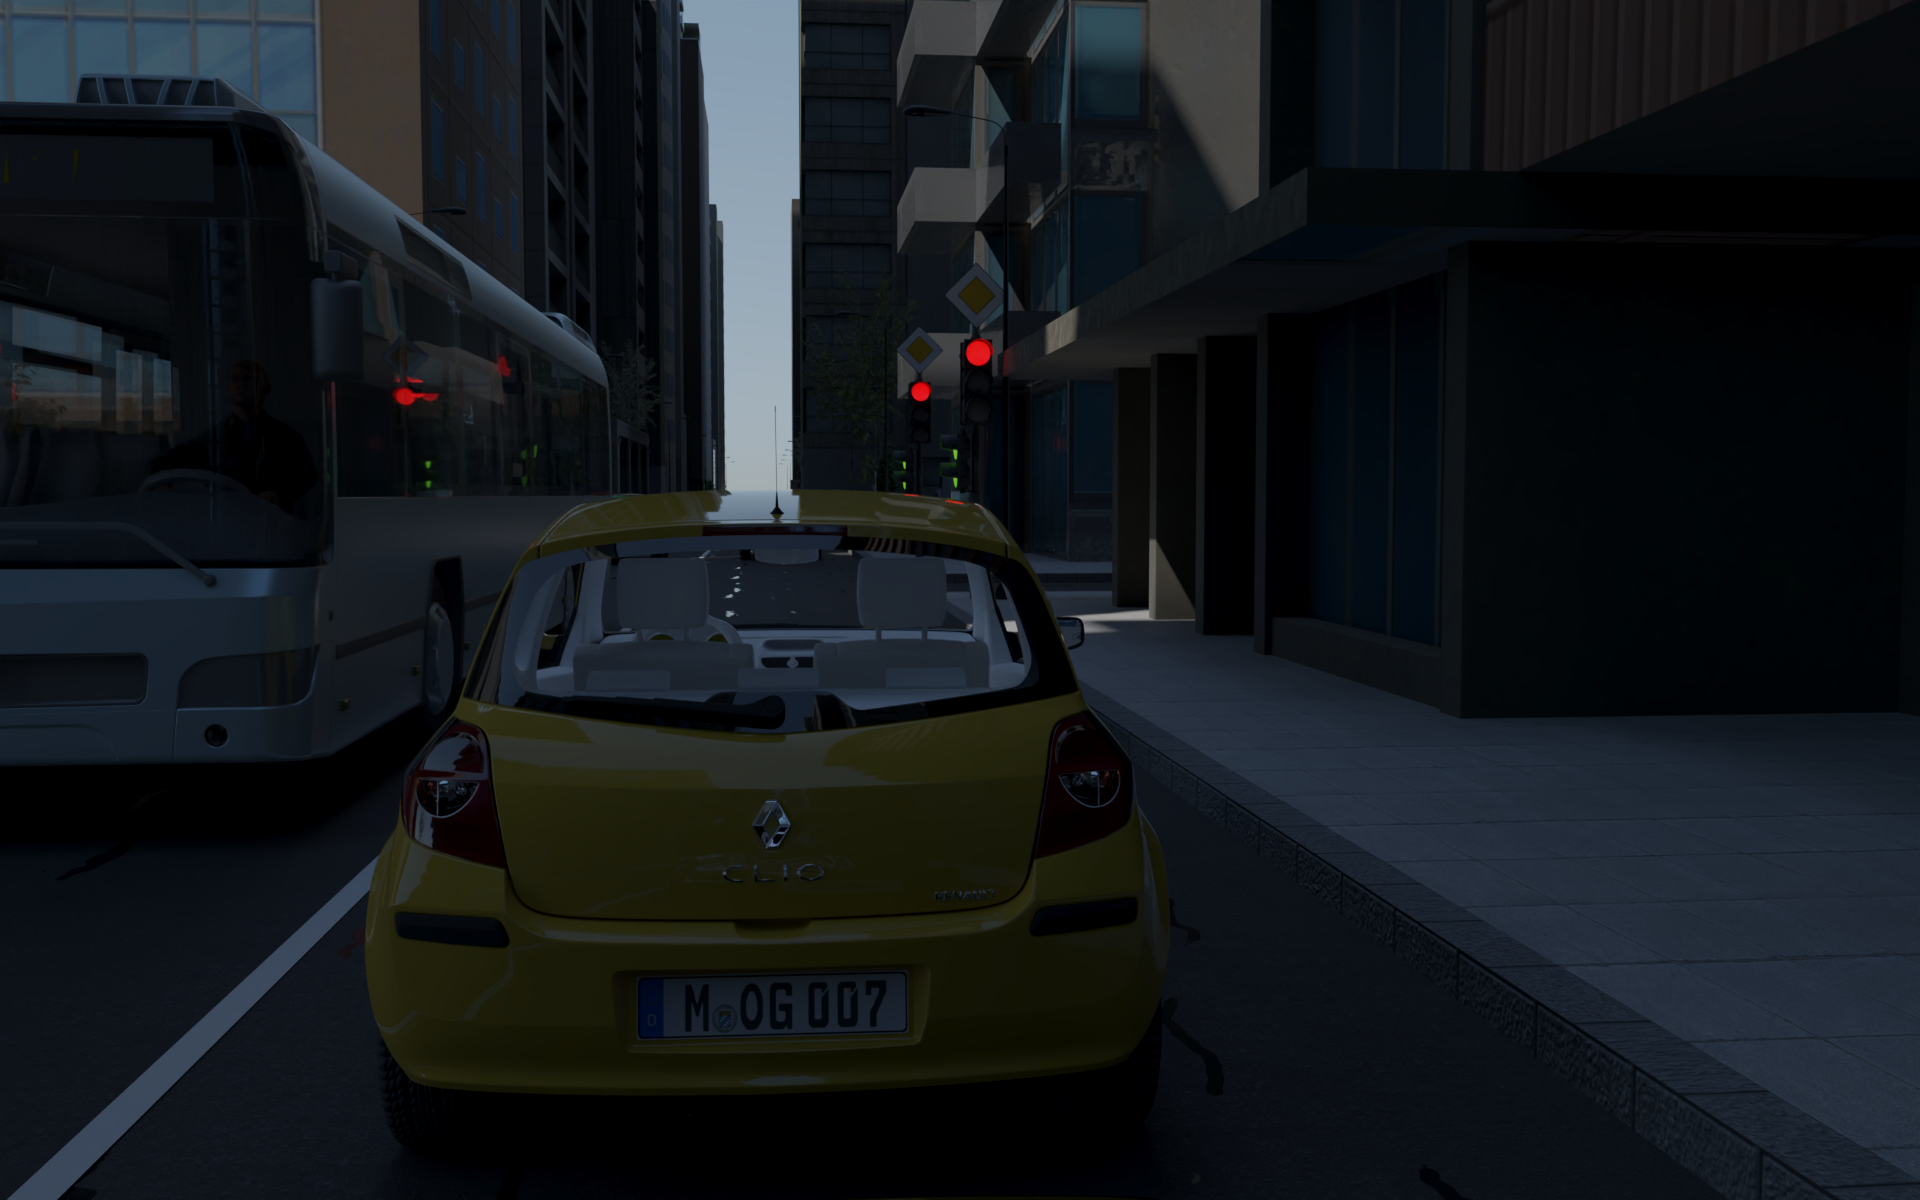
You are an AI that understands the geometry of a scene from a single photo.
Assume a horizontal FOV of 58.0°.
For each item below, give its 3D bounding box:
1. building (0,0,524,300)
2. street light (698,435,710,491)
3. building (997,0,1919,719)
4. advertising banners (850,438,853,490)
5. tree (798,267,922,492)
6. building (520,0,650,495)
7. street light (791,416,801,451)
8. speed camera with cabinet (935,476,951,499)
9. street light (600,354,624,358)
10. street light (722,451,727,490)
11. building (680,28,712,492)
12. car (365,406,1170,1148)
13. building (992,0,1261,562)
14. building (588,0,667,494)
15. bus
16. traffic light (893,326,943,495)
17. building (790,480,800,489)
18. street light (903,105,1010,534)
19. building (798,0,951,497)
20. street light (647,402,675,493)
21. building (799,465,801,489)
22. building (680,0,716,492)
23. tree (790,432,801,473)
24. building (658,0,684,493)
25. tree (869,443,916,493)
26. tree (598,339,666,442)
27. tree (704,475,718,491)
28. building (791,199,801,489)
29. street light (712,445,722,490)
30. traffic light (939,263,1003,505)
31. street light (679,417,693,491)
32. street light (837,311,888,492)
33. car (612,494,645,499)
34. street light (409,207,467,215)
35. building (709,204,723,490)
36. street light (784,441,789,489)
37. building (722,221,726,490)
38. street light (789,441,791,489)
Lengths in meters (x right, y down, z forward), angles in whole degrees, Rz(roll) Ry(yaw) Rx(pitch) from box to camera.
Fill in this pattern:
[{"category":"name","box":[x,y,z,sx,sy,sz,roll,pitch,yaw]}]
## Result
[{"category":"building","box":[-18.125,-23.793,39.124,14.600,45.320,14.200,0,4,-6]},{"category":"street light","box":[-20.486,-9.941,135.069,1.470,5.913,1.316,0,4,-6]},{"category":"building","box":[12.682,-21.560,7.132,22.147,44.769,28.867,0,4,-6]},{"category":"advertising banners","box":[-3.293,-3.437,52.379,0.090,3.025,2.074,0,4,-4]},{"category":"tree","box":[-2.992,-6.428,55.467,4.737,8.622,4.395,0,3,0]},{"category":"building","box":[-22.398,-38.234,63.376,20.563,71.187,20.611,0,4,-6]},{"category":"street light","box":[-9.169,-8.003,103.398,1.470,5.913,1.316,0,4,-6]},{"category":"speed camera with cabinet","box":[-0.418,-3.789,56.280,0.660,3.252,2.038,0,4,-7]},{"category":"street light","box":[-11.865,-5.207,57.668,1.470,5.913,1.316,0,4,-6]},{"category":"street light","box":[-26.205,-13.109,186.875,1.470,5.913,1.316,0,4,-6]},{"category":"building","box":[-31.867,-31.667,167.864,14.600,45.320,14.200,0,4,-6]},{"category":"car","box":[-0.530,0.302,5.282,2.015,1.641,3.980,0,4,-5]},{"category":"building","box":[13.664,-25.837,42.042,30.456,49.044,23.786,0,4,-6]},{"category":"building","box":[-23.385,-19.637,92.769,14.160,30.474,14.107,0,4,-6]},{"category":"bus","box":[-4.447,-1.072,12.388,2.948,3.499,13.247,0,4,-6]},{"category":"traffic light","box":[-0.701,-2.460,29.138,0.839,4.253,0.868,0,4,-6]},{"category":"building","box":[-6.991,-33.389,237.792,32.217,40.220,23.993,0,4,-6]},{"category":"street light","box":[0.016,-2.960,20.931,1.470,5.913,1.316,0,4,-6]},{"category":"building","box":[0.723,-23.472,67.369,14.154,41.232,14.086,0,4,-6]},{"category":"street light","box":[-15.127,-7.000,86.994,1.470,5.913,1.316,0,4,-6]},{"category":"building","box":[-2.601,-42.852,138.875,20.563,71.187,20.611,0,4,-6]},{"category":"building","box":[-41.368,-55.037,212.521,22.319,86.520,31.000,0,4,-6]},{"category":"tree","box":[-16.956,-14.881,193.663,4.360,8.622,3.978,0,3,0]},{"category":"building","box":[-29.816,-35.030,114.742,21.231,58.520,28.212,0,4,-6]},{"category":"tree","box":[-2.550,-3.950,59.185,1.663,3.219,1.824,0,3,0]},{"category":"tree","box":[-15.881,-8.009,81.308,4.360,8.622,3.978,0,3,0]},{"category":"tree","box":[-25.887,-11.313,179.568,1.663,3.219,1.824,0,3,0]},{"category":"building","box":[-17.882,-37.045,255.800,14.600,45.320,14.200,0,4,-6]},{"category":"street light","box":[-23.640,-11.741,164.512,1.470,5.913,1.316,0,4,-6]},{"category":"traffic light","box":[0.176,-1.974,21.201,0.839,4.253,0.868,0,4,-6]},{"category":"street light","box":[-16.993,-8.078,104.614,1.470,5.913,1.316,0,4,-6]},{"category":"street light","box":[-2.429,-4.382,44.183,1.470,5.913,1.316,0,4,-6]},{"category":"car","box":[-7.267,-1.565,37.389,2.131,1.459,4.920,0,4,-7]},{"category":"street light","box":[-8.676,-3.400,28.135,1.470,5.913,1.316,0,4,-6]},{"category":"building","box":[-40.269,-33.827,236.662,14.154,41.232,14.086,0,4,-6]},{"category":"street light","box":[-14.284,-10.889,150.582,1.470,5.913,1.316,0,4,-6]},{"category":"building","box":[-41.391,-34.711,251.114,14.154,41.232,14.086,0,4,-6]},{"category":"street light","box":[-11.042,-9.095,121.243,1.470,5.913,1.316,0,4,-6]}]
